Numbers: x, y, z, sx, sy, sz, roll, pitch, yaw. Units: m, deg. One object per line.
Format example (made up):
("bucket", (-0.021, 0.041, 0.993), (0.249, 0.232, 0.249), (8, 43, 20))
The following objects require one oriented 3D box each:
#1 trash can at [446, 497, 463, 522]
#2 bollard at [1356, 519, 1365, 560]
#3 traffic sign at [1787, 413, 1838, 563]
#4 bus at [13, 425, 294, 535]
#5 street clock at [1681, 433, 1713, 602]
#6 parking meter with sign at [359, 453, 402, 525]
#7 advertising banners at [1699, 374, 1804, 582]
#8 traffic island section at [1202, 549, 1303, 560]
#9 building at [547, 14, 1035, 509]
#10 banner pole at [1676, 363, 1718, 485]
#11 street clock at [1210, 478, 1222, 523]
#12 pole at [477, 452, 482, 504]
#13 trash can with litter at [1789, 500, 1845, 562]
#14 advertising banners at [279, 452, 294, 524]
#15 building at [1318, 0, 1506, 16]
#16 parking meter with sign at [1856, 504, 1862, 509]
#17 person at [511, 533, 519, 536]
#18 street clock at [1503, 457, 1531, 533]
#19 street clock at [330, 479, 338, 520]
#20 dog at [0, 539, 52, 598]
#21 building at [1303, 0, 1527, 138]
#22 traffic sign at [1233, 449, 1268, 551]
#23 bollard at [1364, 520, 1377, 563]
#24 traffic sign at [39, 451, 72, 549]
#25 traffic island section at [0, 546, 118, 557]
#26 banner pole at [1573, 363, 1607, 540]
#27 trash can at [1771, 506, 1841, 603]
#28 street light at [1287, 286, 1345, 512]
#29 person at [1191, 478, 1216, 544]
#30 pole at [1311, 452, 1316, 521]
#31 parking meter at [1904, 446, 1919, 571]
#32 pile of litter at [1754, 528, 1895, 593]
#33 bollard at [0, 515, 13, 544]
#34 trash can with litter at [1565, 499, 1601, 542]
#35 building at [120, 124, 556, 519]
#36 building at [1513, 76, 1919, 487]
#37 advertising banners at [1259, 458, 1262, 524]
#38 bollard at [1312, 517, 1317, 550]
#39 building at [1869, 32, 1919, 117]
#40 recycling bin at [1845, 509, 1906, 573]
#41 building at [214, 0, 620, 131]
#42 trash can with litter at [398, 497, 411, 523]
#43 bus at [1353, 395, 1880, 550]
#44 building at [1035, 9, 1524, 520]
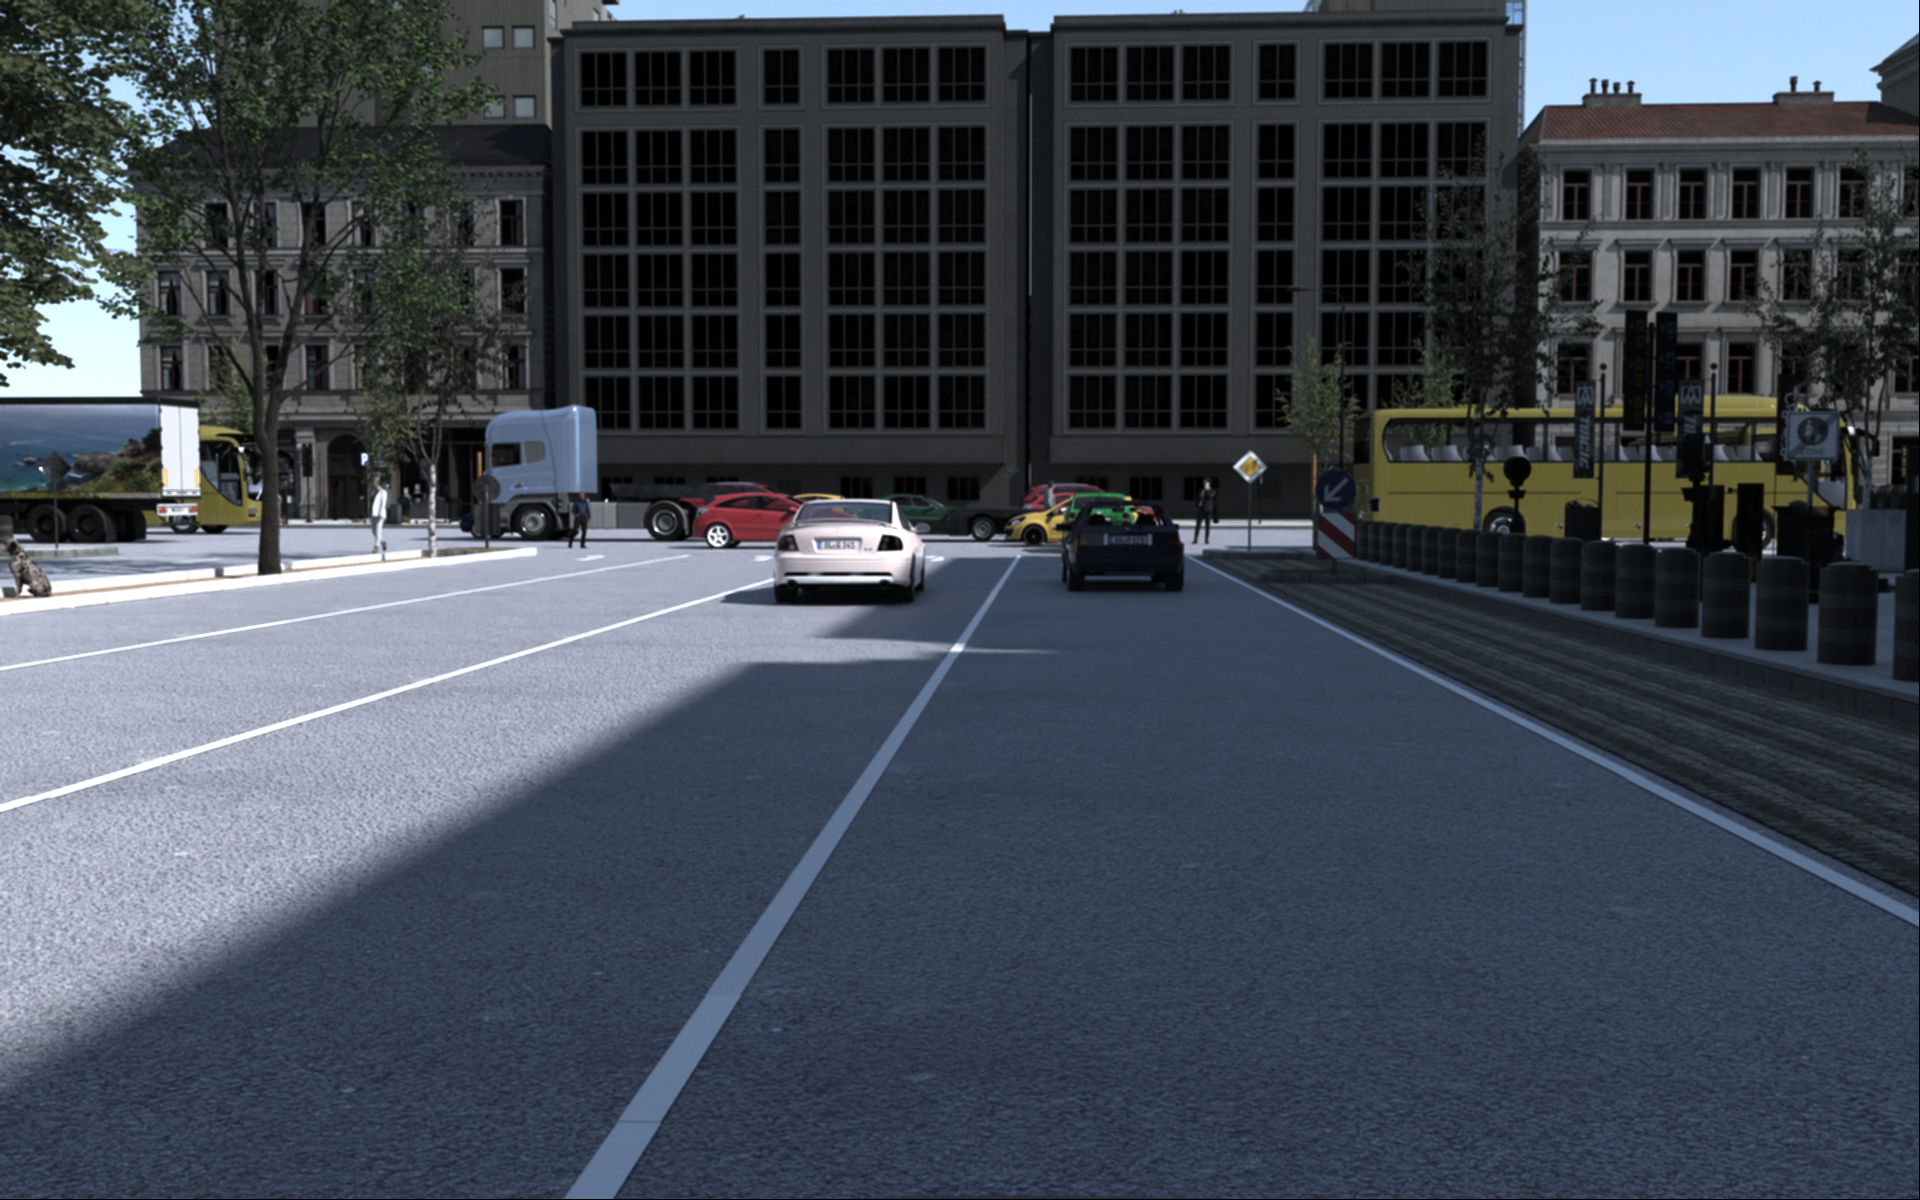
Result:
("trash can", (-23.570, -4.229, 80.804), (0.748, 1.137, 0.748), (0, 3, 0))
("bollard", (7.931, -1.158, 33.651), (0.404, 0.777, 0.398), (0, 3, 0))
("traffic sign", (10.546, -1.184, 21.494), (0.606, 2.300, 0.079), (1, 4, 11))
("bus", (-30.589, -4.340, 62.506), (12.252, 3.916, 2.896), (0, 4, 5))
("street clock", (8.748, -0.980, 20.592), (0.358, 2.002, 0.471), (3, 4, 38))
("parking meter with sign", (-24.370, -4.691, 72.959), (1.738, 3.016, 0.543), (1, 4, 15))
("advertising banners", (11.405, -1.763, 25.018), (2.074, 3.025, 0.090), (-1, 4, -23))
("traffic island section", (6.537, -1.023, 39.012), (2.009, 0.180, 2.903), (0, 4, 3))
("building", (-8.295, -18.254, 91.960), (24.014, 27.812, 14.314), (0, 4, 3))
("banner pole", (14.162, -2.642, 33.218), (0.863, 3.779, 0.401), (1, 4, 17))
("street clock", (11.212, -4.359, 75.843), (0.471, 2.002, 0.358), (3, 4, 37))
("pole", (-23.261, -5.506, 83.859), (0.158, 3.312, 0.155), (0, 3, 0))
("trash can with litter", (14.717, -1.119, 29.677), (0.624, 1.170, 1.055), (-2, 4, -26))
("advertising banners", (-28.582, -4.711, 73.215), (2.074, 3.025, 0.090), (3, 5, 44))
("building", (36.407, -28.164, 144.079), (14.154, 41.232, 14.086), (0, 4, 3))
("parking meter with sign", (62.100, -7.558, 119.832), (0.543, 3.016, 1.738), (-3, 5, -43))
("person", (-15.256, -3.087, 59.315), (0.444, 1.785, 0.601), (-3, 4, -38))
("street clock", (10.787, -1.774, 33.575), (0.471, 2.002, 0.358), (-1, 4, -17))
("street clock", (-30.456, -4.880, 84.353), (0.358, 2.002, 0.471), (0, 4, 2))
("dog", (-12.682, -0.420, 23.703), (0.800, 0.831, 0.513), (2, 4, 24))
("building", (41.141, -52.128, 164.960), (22.319, 86.520, 31.000), (0, 4, 3))
("traffic sign", (6.513, -2.159, 38.936), (0.795, 2.450, 0.064), (0, 4, 3))
("bollard", (7.859, -1.084, 32.446), (0.404, 0.777, 0.398), (0, 3, 0))
("traffic sign", (-21.183, -2.258, 40.566), (0.795, 2.450, 0.064), (0, 4, 3))
("traffic island section", (-21.207, -1.122, 40.629), (2.009, 0.180, 2.903), (0, 4, 3))
("banner pole", (12.183, -2.656, 33.441), (0.401, 3.779, 0.863), (-2, 4, -33))
("trash can", (9.992, -0.541, 20.493), (0.748, 1.137, 0.748), (0, 3, 0))
("street light", (8.011, -4.053, 38.800), (1.470, 5.913, 1.316), (0, 4, 3))
("person", (7.022, -2.567, 49.834), (0.648, 1.900, 0.474), (2, 4, 23))
("pole", (16.964, -5.458, 83.080), (0.158, 3.312, 0.155), (0, 3, 0))
("parking meter", (11.626, -0.925, 20.834), (0.255, 1.863, 0.399), (-2, 4, -34))
("pile of litter", (11.646, -0.563, 23.176), (1.176, 0.858, 1.719), (-2, 4, -28))
("bollard", (-22.861, -1.632, 41.402), (0.404, 0.777, 0.398), (0, 3, 0))
("trash can with litter", (9.357, -0.984, 27.144), (2.233, 1.210, 1.678), (2, 4, 27))
("building", (-40.547, -14.810, 93.053), (40.483, 20.767, 10.553), (0, 4, 3))
("building", (38.308, -15.465, 89.008), (21.152, 22.565, 11.583), (0, 4, 3))
("advertising banners", (13.000, -4.815, 74.905), (0.090, 3.025, 2.074), (1, 4, 11))
("bollard", (8.279, -1.525, 39.655), (0.404, 0.777, 0.398), (0, 3, 0))
("building", (59.303, -18.469, 87.875), (20.117, 28.700, 13.634), (0, 4, 3))
("recycling bin", (15.027, -0.972, 28.440), (0.722, 1.027, 0.722), (1, 4, 11))
("building", (-45.326, -34.344, 150.768), (28.713, 52.752, 27.495), (0, 4, 3))
("trash can with litter", (-24.900, -4.068, 77.893), (0.624, 1.170, 1.055), (-2, 4, -27))
("bus", (16.339, -3.201, 43.878), (12.252, 3.916, 2.896), (0, 4, 3))
("building", (15.701, -18.192, 90.948), (24.014, 27.812, 14.314), (0, 4, 3))
